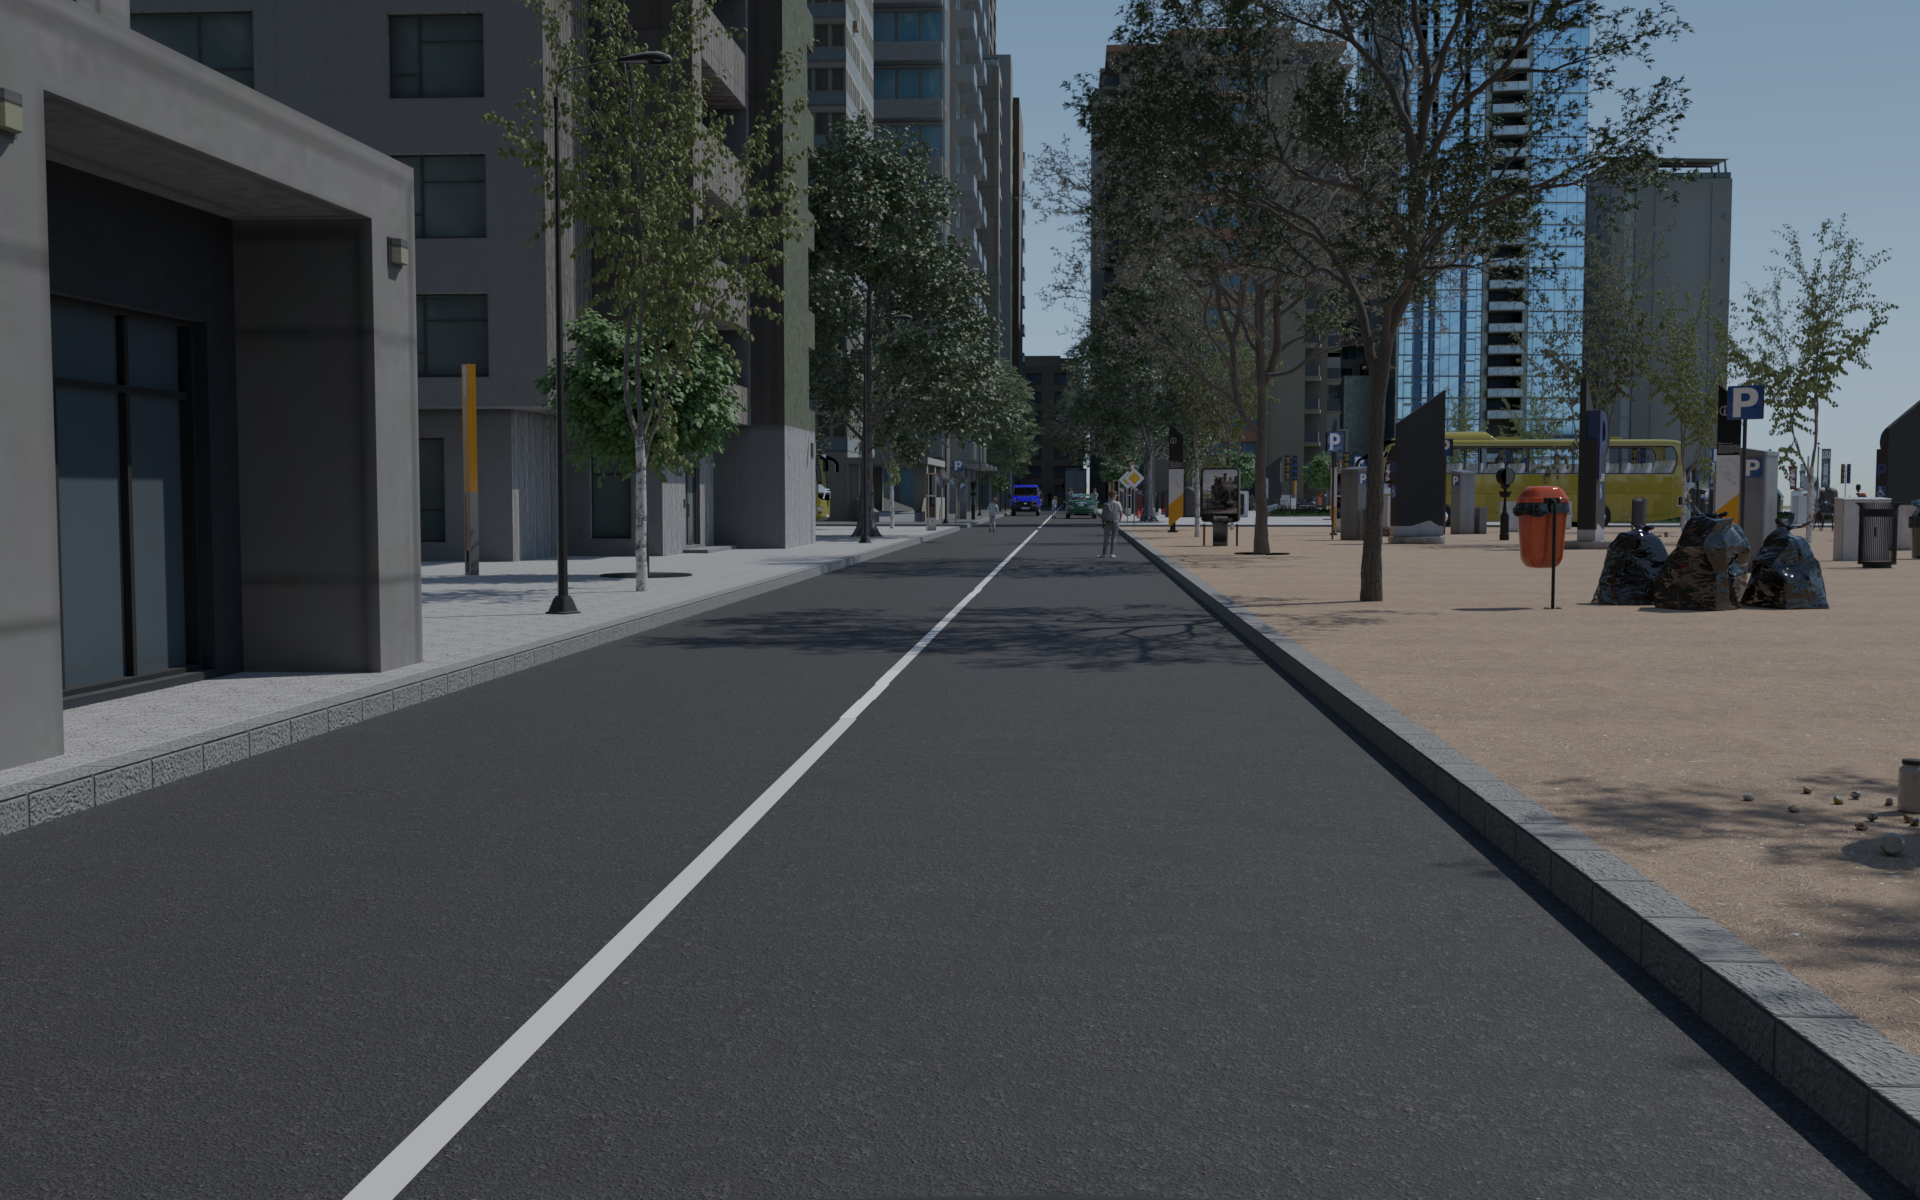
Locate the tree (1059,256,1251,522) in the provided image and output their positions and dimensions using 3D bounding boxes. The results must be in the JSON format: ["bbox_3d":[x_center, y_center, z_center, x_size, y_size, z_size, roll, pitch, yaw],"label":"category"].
[{"bbox_3d":[8.791,-10.003,80.550,9.611,12.733,9.660,0,3,0],"label":"tree"}]

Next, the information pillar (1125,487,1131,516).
[{"bbox_3d":[9.818,-5.912,101.146,0.304,2.012,0.304,-1,4,-11],"label":"information pillar"}]

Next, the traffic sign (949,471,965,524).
[{"bbox_3d":[-0.179,-4.356,74.862,0.795,2.450,0.064,0,4,4],"label":"traffic sign"}]

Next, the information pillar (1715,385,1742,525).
[{"bbox_3d":[16.411,-2.793,37.028,0.504,3.616,0.183,2,4,26],"label":"information pillar"}]

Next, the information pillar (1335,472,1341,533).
[{"bbox_3d":[12.699,-3.258,57.756,0.304,2.012,0.304,1,4,18],"label":"information pillar"}]

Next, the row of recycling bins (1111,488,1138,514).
[{"bbox_3d":[10.790,-6.315,110.369,1.069,1.692,3.534,3,5,42],"label":"row of recycling bins"}]

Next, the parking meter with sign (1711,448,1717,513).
[{"bbox_3d":[28.367,-4.186,64.706,0.543,3.016,1.738,1,4,21],"label":"parking meter with sign"}]

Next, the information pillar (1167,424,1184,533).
[{"bbox_3d":[7.183,-4.058,57.696,0.504,3.616,0.183,1,4,11],"label":"information pillar"}]

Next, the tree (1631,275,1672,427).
[{"bbox_3d":[24.798,-6.616,58.531,4.737,8.622,4.395,0,3,0],"label":"tree"}]

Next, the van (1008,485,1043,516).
[{"bbox_3d":[4.351,-6.735,114.506,2.240,2.365,5.245,0,4,3],"label":"van"}]

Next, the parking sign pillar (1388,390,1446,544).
[{"bbox_3d":[11.857,-3.450,44.877,1.447,3.967,1.447,0,4,-8],"label":"parking sign pillar"}]

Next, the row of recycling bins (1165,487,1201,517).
[{"bbox_3d":[13.055,-5.408,95.540,3.534,1.692,1.069,-1,4,-12],"label":"row of recycling bins"}]

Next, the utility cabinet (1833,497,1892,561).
[{"bbox_3d":[17.405,-1.361,33.414,1.020,1.237,0.306,-1,4,-9],"label":"utility cabinet"}]

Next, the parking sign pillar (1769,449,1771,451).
[{"bbox_3d":[47.612,-7.011,103.107,1.447,3.967,1.447,-2,4,-24],"label":"parking sign pillar"}]

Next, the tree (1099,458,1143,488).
[{"bbox_3d":[10.982,-7.991,114.373,4.285,4.588,4.351,0,3,0],"label":"tree"}]

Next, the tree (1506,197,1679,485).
[{"bbox_3d":[16.144,-5.716,43.822,4.360,8.622,3.978,0,3,0],"label":"tree"}]

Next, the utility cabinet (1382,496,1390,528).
[{"bbox_3d":[15.263,-3.053,61.074,1.020,1.237,0.306,-3,4,-39],"label":"utility cabinet"}]

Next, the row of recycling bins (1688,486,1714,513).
[{"bbox_3d":[38.110,-4.950,88.041,1.069,1.692,3.534,0,4,-4],"label":"row of recycling bins"}]

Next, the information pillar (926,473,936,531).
[{"bbox_3d":[-1.009,-3.435,60.649,0.304,2.012,0.304,-1,4,-16],"label":"information pillar"}]

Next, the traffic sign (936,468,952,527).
[{"bbox_3d":[-0.702,-3.869,66.894,0.795,2.450,0.064,0,4,4],"label":"traffic sign"}]

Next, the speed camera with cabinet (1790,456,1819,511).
[{"bbox_3d":[43.630,-5.814,89.394,2.038,3.252,0.660,-3,5,-40],"label":"speed camera with cabinet"}]

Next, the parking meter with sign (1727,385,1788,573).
[{"bbox_3d":[13.151,-1.969,28.454,0.543,3.016,1.738,3,5,42],"label":"parking meter with sign"}]

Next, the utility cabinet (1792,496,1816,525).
[{"bbox_3d":[35.489,-3.774,72.870,1.020,1.237,0.306,-1,4,-23],"label":"utility cabinet"}]

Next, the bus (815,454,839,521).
[{"bbox_3d":[-11.289,-4.901,71.672,12.252,3.916,2.896,0,4,5],"label":"bus"}]

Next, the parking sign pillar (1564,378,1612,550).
[{"bbox_3d":[14.847,-3.192,40.655,1.447,3.967,1.447,2,4,29],"label":"parking sign pillar"}]

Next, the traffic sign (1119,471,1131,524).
[{"bbox_3d":[7.198,-4.325,74.360,0.795,2.450,0.064,0,4,4],"label":"traffic sign"}]

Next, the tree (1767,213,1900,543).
[{"bbox_3d":[22.117,-5.812,45.387,4.737,8.622,4.395,0,3,0],"label":"tree"}]

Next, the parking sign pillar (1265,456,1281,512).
[{"bbox_3d":[22.207,-8.255,123.443,1.447,3.967,1.447,-1,4,-14],"label":"parking sign pillar"}]

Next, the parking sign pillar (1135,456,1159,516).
[{"bbox_3d":[11.069,-6.986,102.699,1.447,3.967,1.447,3,4,38],"label":"parking sign pillar"}]

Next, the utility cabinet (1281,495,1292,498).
[{"bbox_3d":[24.505,-7.310,130.680,1.020,1.237,0.306,0,4,6],"label":"utility cabinet"}]

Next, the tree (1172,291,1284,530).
[{"bbox_3d":[9.703,-6.824,61.938,4.737,8.622,4.395,0,3,0],"label":"tree"}]

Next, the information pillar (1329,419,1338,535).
[{"bbox_3d":[11.645,-3.829,53.964,0.183,3.616,0.504,0,4,1],"label":"information pillar"}]

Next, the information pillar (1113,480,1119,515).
[{"bbox_3d":[8.119,-5.225,89.916,0.304,2.012,0.304,0,4,8],"label":"information pillar"}]

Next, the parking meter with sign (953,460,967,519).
[{"bbox_3d":[0.041,-5.662,88.827,0.543,3.016,1.738,-1,4,-10],"label":"parking meter with sign"}]

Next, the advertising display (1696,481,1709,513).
[{"bbox_3d":[35.816,-4.790,83.524,0.974,1.923,0.123,-3,4,-37],"label":"advertising display"}]

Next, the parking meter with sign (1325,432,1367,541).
[{"bbox_3d":[10.963,-3.176,48.185,0.543,3.016,1.738,-2,4,-31],"label":"parking meter with sign"}]

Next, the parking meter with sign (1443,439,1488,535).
[{"bbox_3d":[16.035,-3.600,55.122,1.738,3.016,0.543,-2,4,-30],"label":"parking meter with sign"}]

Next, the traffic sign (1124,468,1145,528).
[{"bbox_3d":[6.676,-3.838,66.392,0.795,2.450,0.064,0,4,4],"label":"traffic sign"}]

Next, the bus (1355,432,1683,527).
[{"bbox_3d":[22.166,-4.738,69.016,12.252,3.916,2.896,0,4,4],"label":"bus"}]

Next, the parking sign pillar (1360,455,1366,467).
[{"bbox_3d":[27.534,-7.976,118.874,1.447,3.967,1.447,0,4,2],"label":"parking sign pillar"}]

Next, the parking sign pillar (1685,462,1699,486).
[{"bbox_3d":[60.070,-9.417,142.438,1.447,3.967,1.447,-2,4,-26],"label":"parking sign pillar"}]

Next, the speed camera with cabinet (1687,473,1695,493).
[{"bbox_3d":[58.997,-8.808,138.339,2.038,3.252,0.660,0,4,8],"label":"speed camera with cabinet"}]

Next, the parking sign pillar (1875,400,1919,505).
[{"bbox_3d":[26.216,-3.659,48.303,1.447,3.967,1.447,-1,4,-18],"label":"parking sign pillar"}]

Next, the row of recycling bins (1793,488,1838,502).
[{"bbox_3d":[54.335,-6.301,110.138,1.069,1.692,3.534,-1,4,-16],"label":"row of recycling bins"}]

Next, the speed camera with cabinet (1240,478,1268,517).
[{"bbox_3d":[15.989,-6.203,95.760,2.038,3.252,0.660,1,4,11],"label":"speed camera with cabinet"}]
